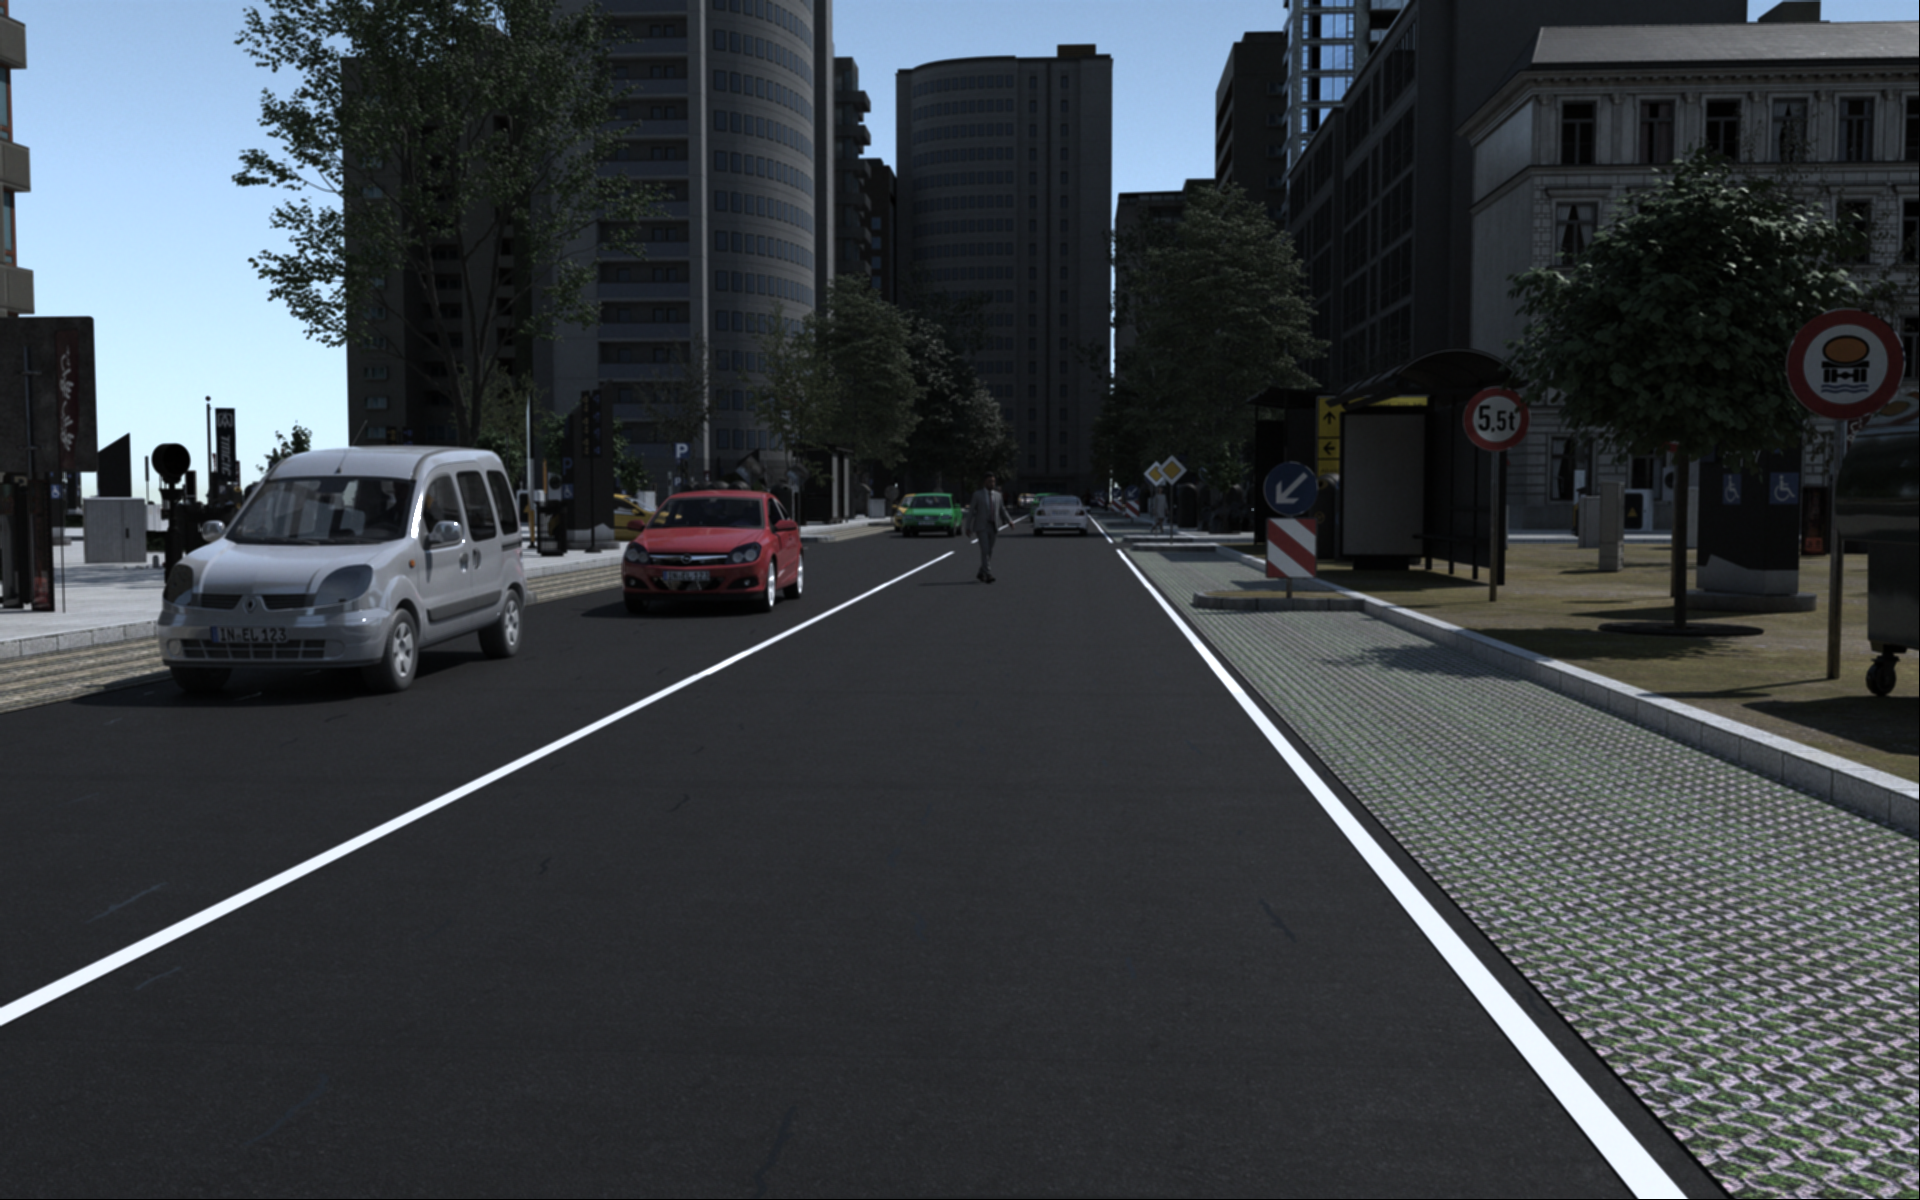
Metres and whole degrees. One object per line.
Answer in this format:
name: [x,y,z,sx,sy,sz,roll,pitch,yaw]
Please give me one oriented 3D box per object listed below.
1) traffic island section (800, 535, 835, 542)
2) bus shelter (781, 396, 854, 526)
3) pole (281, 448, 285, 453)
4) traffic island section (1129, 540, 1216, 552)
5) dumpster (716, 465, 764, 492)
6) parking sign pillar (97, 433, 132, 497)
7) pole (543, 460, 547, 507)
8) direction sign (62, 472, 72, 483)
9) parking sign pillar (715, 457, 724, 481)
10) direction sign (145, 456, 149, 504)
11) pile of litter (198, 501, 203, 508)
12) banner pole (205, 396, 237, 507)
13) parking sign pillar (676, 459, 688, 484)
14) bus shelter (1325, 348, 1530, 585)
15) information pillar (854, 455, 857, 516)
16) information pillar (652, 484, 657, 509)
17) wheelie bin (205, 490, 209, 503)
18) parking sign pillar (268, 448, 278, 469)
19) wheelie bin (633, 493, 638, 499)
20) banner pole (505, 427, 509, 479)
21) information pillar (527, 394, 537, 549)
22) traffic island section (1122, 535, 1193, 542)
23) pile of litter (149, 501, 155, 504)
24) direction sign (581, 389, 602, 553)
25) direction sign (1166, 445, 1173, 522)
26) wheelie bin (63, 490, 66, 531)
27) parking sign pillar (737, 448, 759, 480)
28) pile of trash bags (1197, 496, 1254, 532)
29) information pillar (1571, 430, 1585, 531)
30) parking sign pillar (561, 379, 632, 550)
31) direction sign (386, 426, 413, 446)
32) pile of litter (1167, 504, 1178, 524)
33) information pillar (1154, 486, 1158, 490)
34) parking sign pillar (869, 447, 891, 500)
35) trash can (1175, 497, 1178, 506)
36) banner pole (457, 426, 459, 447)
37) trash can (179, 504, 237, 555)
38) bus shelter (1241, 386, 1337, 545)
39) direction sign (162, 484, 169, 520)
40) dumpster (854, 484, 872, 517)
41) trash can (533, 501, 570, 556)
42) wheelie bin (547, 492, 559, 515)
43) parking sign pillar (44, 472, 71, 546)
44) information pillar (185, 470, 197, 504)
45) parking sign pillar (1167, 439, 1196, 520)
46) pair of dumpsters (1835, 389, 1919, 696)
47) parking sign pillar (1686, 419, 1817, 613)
traffic island section: [-4.911,-1.862,52.724,2.009,0.180,2.903,0,4,4]
bus shelter: [-6.094,-5.856,73.379,2.179,5.291,8.768,0,4,4]
pole: [-30.007,-5.077,76.853,0.158,3.312,0.155,0,3,0]
traffic island section: [5.397,-1.332,44.059,2.009,0.180,2.903,0,4,4]
dumpster: [-7.537,-3.436,58.669,1.502,2.255,1.985,0,4,4]
parking sign pillar: [-36.995,-5.337,75.735,1.447,3.967,1.447,-3,4,-39]
pole: [-23.554,-6.386,98.251,0.158,3.312,0.155,0,3,0]
direction sign: [-47.172,-6.072,91.278,0.379,3.537,0.876,1,4,20]
parking sign pillar: [-17.484,-8.402,125.844,1.447,3.967,1.447,-1,4,-17]
direction sign: [-48.565,-6.821,103.514,0.379,3.537,0.876,-2,4,-34]
pile of litter: [-46.792,-5.634,106.082,1.719,0.858,1.176,2,4,28]
banner pole: [-18.954,-3.323,44.345,0.863,3.779,0.401,-1,4,-16]
parking sign pillar: [-15.326,-6.544,95.465,1.447,3.967,1.447,-1,4,-18]
bus shelter: [7.047,-2.008,26.755,2.014,3.302,5.546,0,4,4]
information pillar: [-6.243,-6.682,100.609,0.504,3.616,0.183,0,4,-3]
information pillar: [-21.623,-7.220,122.536,0.304,2.012,0.304,1,4,9]
wheelie bin: [-42.953,-5.618,99.765,0.980,1.594,0.693,0,4,-2]
parking sign pillar: [-39.800,-6.866,100.727,1.447,3.967,1.447,-2,4,-35]
wheelie bin: [-19.228,-5.703,101.155,0.693,1.594,0.980,2,4,33]
banner pole: [-16.957,-4.580,64.901,0.401,3.779,0.863,-1,4,-12]
information pillar: [-10.103,-3.022,40.761,0.183,3.616,0.504,-1,4,-22]
traffic island section: [5.908,-1.819,52.028,2.009,0.180,2.903,0,4,4]
pile of litter: [-52.284,-5.969,111.564,1.719,0.858,1.176,-3,5,-42]
direction sign: [-8.040,-2.804,37.845,0.379,3.537,0.876,-3,4,-39]
direction sign: [9.564,-5.309,78.794,0.379,3.537,0.876,1,4,20]
wheelie bin: [-31.620,-3.218,60.520,0.693,1.594,0.980,-3,4,-37]
parking sign pillar: [-12.229,-6.822,100.018,1.447,3.967,1.447,0,4,-7]
pile of trash bags: [9.865,-3.011,58.981,3.447,1.369,1.912,0,4,-2]
information pillar: [21.298,-4.173,59.580,0.504,3.616,0.183,-2,4,-34]
parking sign pillar: [-8.651,-3.166,40.233,1.447,3.967,1.447,2,4,32]
direction sign: [-18.798,-4.048,58.178,0.876,3.537,0.379,-2,4,-30]
pile of litter: [9.488,-3.682,74.161,1.176,0.858,1.719,0,4,1]
information pillar: [13.889,-7.202,122.251,0.304,2.012,0.304,-3,4,-36]
parking sign pillar: [-4.550,-6.748,98.798,1.447,3.967,1.447,-3,5,-41]
trash can: [11.335,-4.706,88.594,0.748,1.137,0.748,0,3,0]
banner pole: [-13.145,-3.410,45.775,0.401,3.779,0.863,-2,4,-35]
trash can: [-10.513,-0.770,24.240,0.748,1.137,0.748,0,3,0]
bus shelter: [7.763,-3.027,40.769,1.731,3.624,6.357,0,4,4]
direction sign: [-39.883,-5.806,86.919,0.379,3.537,0.876,-1,4,-19]
dumpster: [-5.589,-5.490,95.527,1.264,1.857,1.865,0,4,4]
trash can: [-8.433,-1.476,35.784,0.748,1.137,0.748,0,3,0]
wheelie bin: [-24.665,-5.931,104.880,0.980,1.594,0.693,2,4,28]
parking sign pillar: [-23.012,-3.345,43.156,1.447,3.967,1.447,1,4,23]
information pillar: [-23.980,-3.030,54.027,0.304,2.012,0.304,-1,4,-19]
parking sign pillar: [10.889,-5.899,84.923,1.447,3.967,1.447,2,4,33]
pair of dumpsters: [6.261,-0.393,8.912,1.574,2.255,4.437,0,4,4]
parking sign pillar: [8.803,-1.886,19.302,1.447,3.967,1.447,-1,4,-9]
